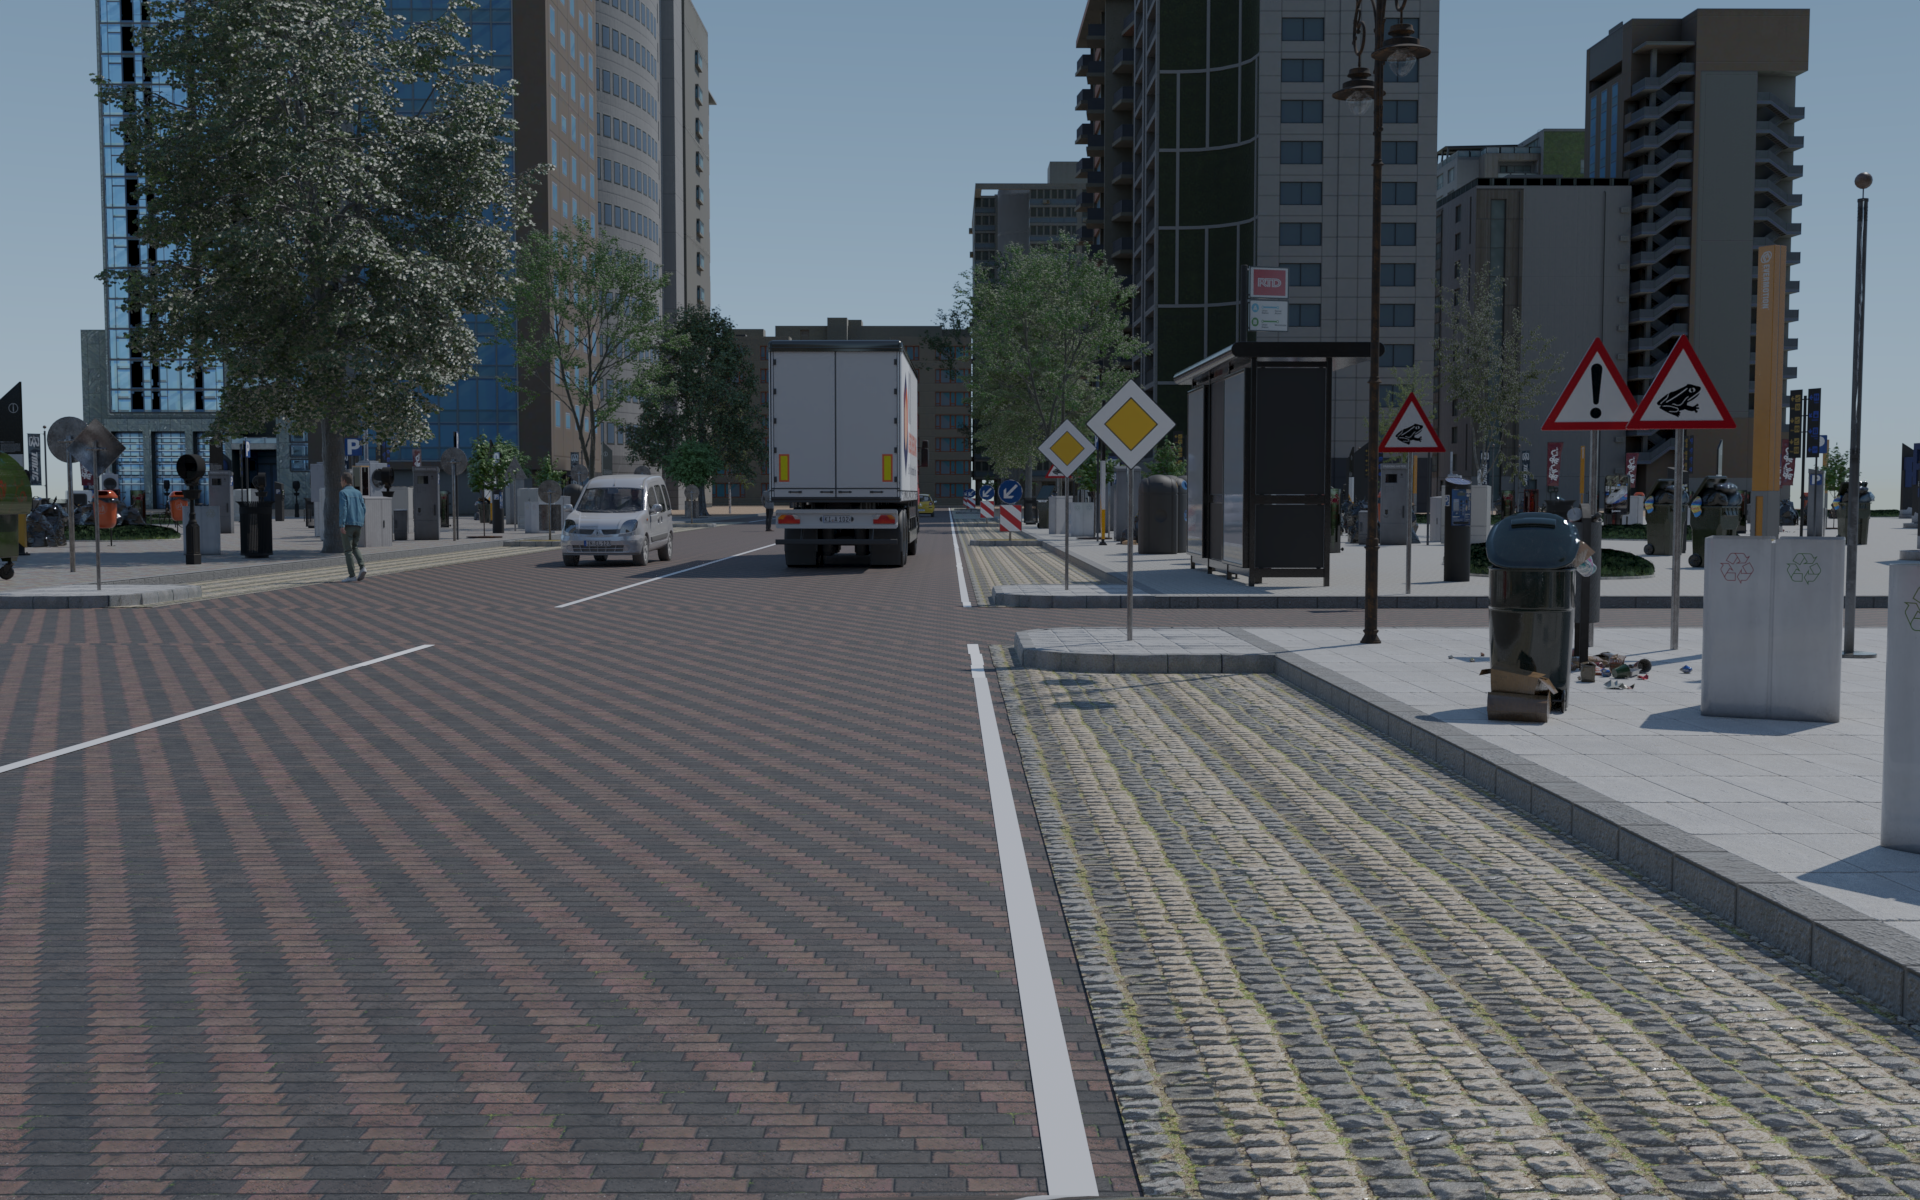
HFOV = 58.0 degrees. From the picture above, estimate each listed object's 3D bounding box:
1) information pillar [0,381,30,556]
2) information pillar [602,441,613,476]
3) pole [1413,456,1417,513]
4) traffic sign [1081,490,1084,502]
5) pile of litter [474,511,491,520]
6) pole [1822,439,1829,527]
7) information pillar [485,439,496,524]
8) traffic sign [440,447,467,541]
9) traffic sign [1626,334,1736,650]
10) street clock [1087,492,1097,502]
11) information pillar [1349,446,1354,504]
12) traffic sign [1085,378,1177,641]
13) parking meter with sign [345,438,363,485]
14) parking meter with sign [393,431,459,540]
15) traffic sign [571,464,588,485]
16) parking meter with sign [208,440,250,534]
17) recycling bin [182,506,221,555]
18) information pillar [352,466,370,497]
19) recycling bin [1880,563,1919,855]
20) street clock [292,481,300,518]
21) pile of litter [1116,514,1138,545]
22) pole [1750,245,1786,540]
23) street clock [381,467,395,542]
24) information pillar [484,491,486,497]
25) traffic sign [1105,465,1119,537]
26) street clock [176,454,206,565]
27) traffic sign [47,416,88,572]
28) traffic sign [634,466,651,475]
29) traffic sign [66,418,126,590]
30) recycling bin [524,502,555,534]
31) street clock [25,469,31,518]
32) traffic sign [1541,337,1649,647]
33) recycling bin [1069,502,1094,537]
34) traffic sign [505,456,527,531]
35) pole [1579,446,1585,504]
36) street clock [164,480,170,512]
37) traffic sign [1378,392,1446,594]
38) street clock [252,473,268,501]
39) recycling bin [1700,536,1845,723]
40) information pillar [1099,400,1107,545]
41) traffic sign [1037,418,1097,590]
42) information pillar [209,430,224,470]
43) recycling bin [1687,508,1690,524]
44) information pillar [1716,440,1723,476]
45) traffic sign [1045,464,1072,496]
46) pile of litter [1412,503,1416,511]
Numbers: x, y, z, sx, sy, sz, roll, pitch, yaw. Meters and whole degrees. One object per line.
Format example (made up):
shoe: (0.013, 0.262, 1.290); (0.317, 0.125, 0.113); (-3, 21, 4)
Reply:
information pillar: (-19.736, -2.736, 36.092); (0.504, 3.616, 0.183); (0, 4, 1)
information pillar: (-15.687, -5.238, 76.999); (0.504, 3.616, 0.183); (-3, 5, -40)
pole: (24.090, -5.987, 91.727); (0.158, 3.312, 0.155); (0, 3, 0)
traffic sign: (3.870, -3.336, 54.645); (0.768, 2.556, 0.104); (0, 4, 3)
pile of litter: (-23.090, -4.326, 84.699); (1.176, 0.858, 1.719); (2, 4, 30)
pole: (32.324, -4.335, 64.721); (0.158, 3.312, 0.155); (0, 3, 0)
information pillar: (-20.008, -5.066, 74.187); (0.183, 3.616, 0.504); (0, 4, 6)
traffic sign: (-13.822, -2.886, 47.286); (0.768, 2.556, 0.104); (1, 4, 9)
traffic sign: (5.893, -0.869, 14.217); (0.884, 2.594, 0.081); (0, 4, 3)
street clock: (4.299, -3.167, 56.350); (0.358, 2.002, 0.471); (-3, 4, -37)
information pillar: (19.309, -5.753, 85.419); (0.183, 3.616, 0.504); (0, 4, -6)
traffic sign: (1.484, -0.701, 15.111); (0.795, 2.450, 0.064); (0, 4, 0)
parking meter with sign: (-18.899, -3.487, 53.278); (0.543, 3.016, 1.738); (0, 4, 0)
parking meter with sign: (-14.883, -3.181, 48.270); (1.738, 3.016, 0.543); (-1, 4, -12)
traffic sign: (-16.251, -4.517, 73.952); (0.768, 2.556, 0.104); (0, 4, 4)
parking meter with sign: (-24.028, -3.671, 56.288); (1.738, 3.016, 0.543); (-1, 4, -9)
recycling bin: (-16.083, -1.479, 36.730); (0.722, 1.027, 0.722); (-2, 4, -24)
information pillar: (-15.631, -2.491, 45.221); (0.304, 2.012, 0.304); (2, 4, 25)
recycling bin: (3.818, 0.392, 6.140); (0.722, 1.027, 0.722); (-2, 4, -28)
street clock: (-36.235, -5.506, 94.600); (0.358, 2.002, 0.471); (0, 4, 4)
pile of litter: (4.785, -1.843, 44.095); (1.719, 0.858, 1.176); (0, 4, -3)
pole: (6.682, -1.254, 14.344); (0.158, 3.312, 0.155); (0, 3, 0)
street clock: (-15.322, -2.559, 46.411); (0.358, 2.002, 0.471); (0, 4, -2)
information pillar: (-21.944, -5.449, 80.443); (0.183, 3.616, 0.504); (2, 4, 27)
traffic sign: (4.427, -3.015, 51.419); (0.606, 2.300, 0.079); (0, 4, 6)
street clock: (-13.965, -1.647, 31.499); (0.471, 2.002, 0.358); (1, 4, 17)
traffic sign: (-14.580, -1.730, 28.389); (0.768, 2.556, 0.104); (0, 4, 1)
traffic sign: (-14.286, -4.758, 77.907); (0.768, 2.556, 0.104); (0, 4, 1)
traffic sign: (-11.471, -1.185, 23.019); (0.795, 2.450, 0.064); (0, 4, 0)
recycling bin: (-13.743, -2.697, 56.647); (0.722, 1.027, 0.722); (3, 5, 39)
street clock: (-27.337, -2.812, 50.548); (0.358, 2.002, 0.471); (0, 3, 0)
traffic sign: (5.290, -0.885, 14.478); (0.884, 2.594, 0.081); (0, 4, 5)
recycling bin: (3.659, -2.443, 52.502); (0.722, 1.027, 0.722); (-1, 4, -8)
traffic sign: (-15.353, -3.652, 59.719); (0.884, 2.594, 0.081); (0, 4, 7)
pole: (26.457, -4.882, 73.671); (0.158, 3.312, 0.155); (0, 3, 0)
street clock: (-40.454, -5.126, 88.377); (0.358, 2.002, 0.471); (-1, 4, -14)
traffic sign: (5.759, -1.357, 22.187); (0.884, 2.594, 0.081); (0, 4, 1)
street clock: (-27.384, -3.862, 67.707); (0.471, 2.002, 0.358); (-2, 4, -29)
recycling bin: (4.759, 0.148, 10.133); (0.722, 1.027, 0.722); (2, 4, 27)
information pillar: (3.580, -3.182, 43.378); (0.183, 3.616, 0.504); (0, 4, 0)
traffic sign: (1.423, -1.190, 23.096); (0.795, 2.450, 0.064); (0, 4, 0)
information pillar: (-26.808, -4.352, 62.518); (0.504, 3.616, 0.183); (0, 4, 3)
recycling bin: (22.453, -2.427, 52.240); (0.722, 1.027, 0.722); (0, 4, -6)
information pillar: (32.678, -5.090, 74.579); (0.183, 3.616, 0.504); (3, 5, 40)
traffic sign: (3.249, -3.502, 57.265); (0.884, 2.594, 0.081); (0, 4, 5)
pile of litter: (22.824, -4.514, 87.775); (1.719, 0.858, 1.176); (3, 4, 37)
